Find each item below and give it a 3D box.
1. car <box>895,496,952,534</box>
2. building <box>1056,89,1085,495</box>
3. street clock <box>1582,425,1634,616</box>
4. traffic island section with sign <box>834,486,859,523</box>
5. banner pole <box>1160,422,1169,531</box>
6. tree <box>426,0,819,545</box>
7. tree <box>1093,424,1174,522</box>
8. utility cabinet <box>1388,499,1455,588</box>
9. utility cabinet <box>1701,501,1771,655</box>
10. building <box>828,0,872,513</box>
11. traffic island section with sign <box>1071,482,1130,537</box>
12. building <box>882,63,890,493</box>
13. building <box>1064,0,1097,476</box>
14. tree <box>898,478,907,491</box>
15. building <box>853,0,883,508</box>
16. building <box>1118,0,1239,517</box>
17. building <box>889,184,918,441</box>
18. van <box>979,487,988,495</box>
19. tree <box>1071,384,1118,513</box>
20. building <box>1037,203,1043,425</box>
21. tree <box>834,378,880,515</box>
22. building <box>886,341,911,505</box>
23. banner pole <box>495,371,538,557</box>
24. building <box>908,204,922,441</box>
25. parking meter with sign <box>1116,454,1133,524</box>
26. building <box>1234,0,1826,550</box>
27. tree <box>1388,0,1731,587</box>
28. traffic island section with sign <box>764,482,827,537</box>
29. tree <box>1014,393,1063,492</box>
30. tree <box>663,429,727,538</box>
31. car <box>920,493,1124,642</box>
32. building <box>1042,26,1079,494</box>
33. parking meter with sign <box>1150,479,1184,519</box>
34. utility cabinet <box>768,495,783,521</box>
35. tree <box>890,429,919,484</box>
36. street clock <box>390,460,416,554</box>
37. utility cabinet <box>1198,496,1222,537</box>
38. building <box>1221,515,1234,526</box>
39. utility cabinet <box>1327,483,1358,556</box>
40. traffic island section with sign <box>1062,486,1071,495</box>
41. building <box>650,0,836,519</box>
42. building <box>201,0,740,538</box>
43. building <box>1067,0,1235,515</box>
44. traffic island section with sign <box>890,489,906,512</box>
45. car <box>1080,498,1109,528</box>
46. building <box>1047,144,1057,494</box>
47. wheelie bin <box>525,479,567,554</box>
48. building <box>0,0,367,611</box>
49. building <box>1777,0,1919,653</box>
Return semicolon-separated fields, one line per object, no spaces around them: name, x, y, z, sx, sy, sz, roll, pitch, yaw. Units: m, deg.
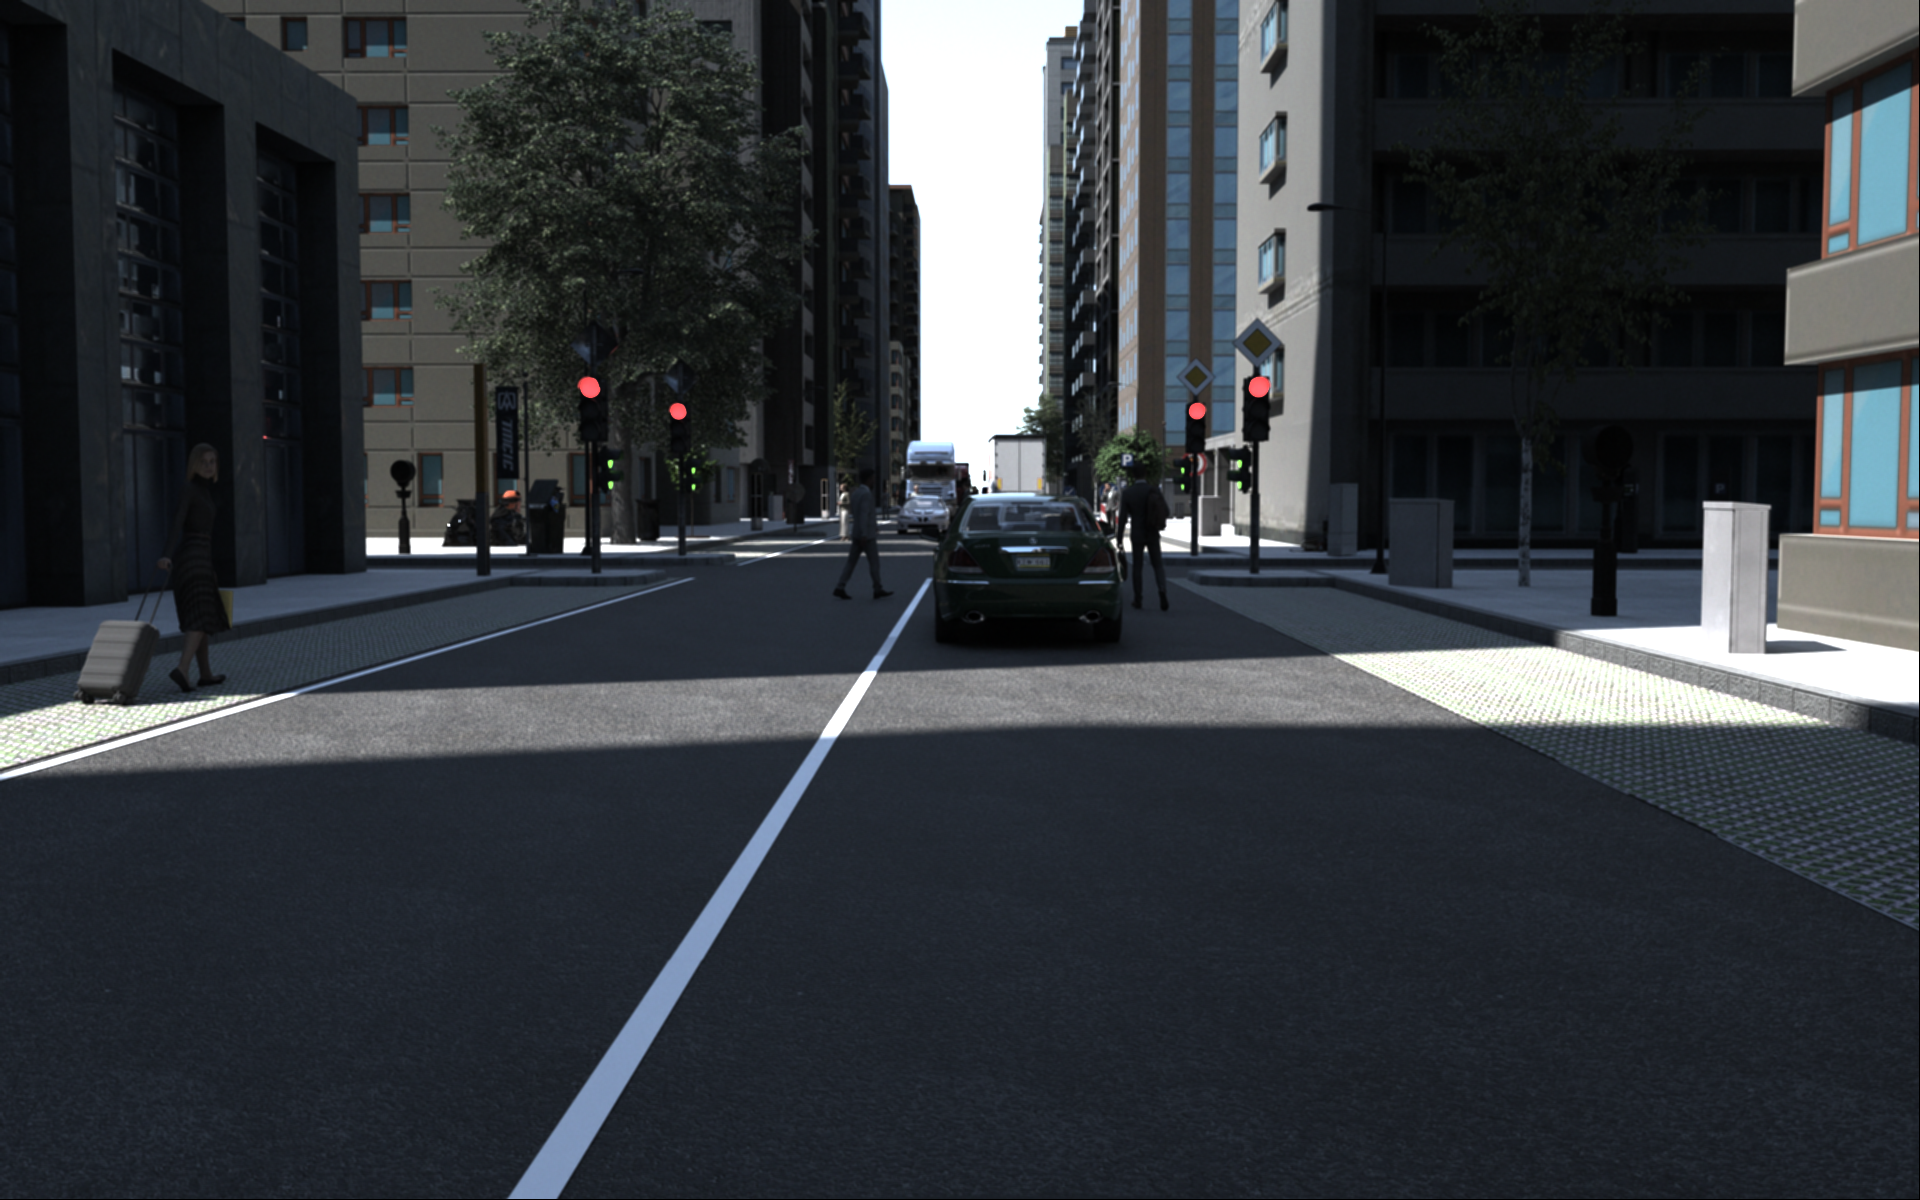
car;-1.314;-3.121;63.395;2.083;1.381;4.827;0;3;0
building;17.568;-30.246;178.110;14.154;41.232;14.086;0;4;1
street clock;6.789;-0.834;18.204;0.471;2.002;0.358;-1;4;-14
traffic island section with sign;-5.129;-4.681;85.159;1.989;1.847;2.006;0;4;1
banner pole;7.077;-4.298;60.283;0.401;3.779;0.863;0;4;4
tree;-8.473;-8.385;43.751;9.857;13.997;8.962;0;3;0
tree;7.954;-5.818;78.835;4.285;4.588;4.351;0;3;0
utility cabinet;6.390;-0.786;24.005;0.306;1.237;1.020;-2;4;-26
utility cabinet;6.411;-0.194;14.327;0.306;1.237;1.020;1;4;11
building;-17.903;-28.778;125.151;22.147;44.769;28.867;0;4;1
traffic island section with sign;4.872;-3.054;58.554;1.989;1.847;2.006;0;4;1
building;-14.411;-32.098;174.909;14.600;45.320;14.200;0;4;1
building;21.641;-32.751;155.088;23.786;49.044;30.456;0;4;1
tree;-6.060;-11.623;184.635;1.663;3.219;1.824;0;3;0
building;-18.188;-37.394;153.390;21.231;58.520;28.212;0;4;1
building;16.869;-27.649;102.177;14.600;45.320;14.200;0;4;1
building;-17.167;-35.713;238.539;22.147;44.769;28.867;0;4;1
van;2.601;-8.367;141.176;2.240;2.365;5.245;0;4;0
tree;9.411;-10.191;116.991;4.360;8.622;3.978;0;3;0
building;22.621;-36.697;254.617;22.147;44.769;28.867;0;4;1
tree;-7.420;-9.664;108.361;4.737;8.622;4.395;0;3;0
building;-20.439;-22.350;210.462;27.650;21.520;28.899;0;4;1
banner pole;-9.105;-2.781;35.487;0.863;3.779;0.401;0;4;3
building;-12.949;-37.300;259.959;14.600;45.320;14.200;0;4;1
parking meter with sign;7.105;-4.852;75.589;0.543;3.016;1.738;0;4;-7
building;19.059;-25.981;48.487;21.600;48.544;21.300;0;4;1
tree;8.069;-4.489;23.758;4.737;8.622;4.395;0;3;0
traffic island section with sign;-5.513;-3.032;58.206;1.989;1.847;2.006;0;4;1
tree;9.441;-16.852;193.662;7.486;12.596;7.792;0;3;0
tree;-7.918;-3.420;50.513;1.663;3.219;1.824;0;3;0
car;0.637;-0.391;18.197;2.131;1.459;4.920;0;4;-1
building;21.231;-41.811;225.613;21.231;58.520;28.212;0;4;1
parking meter with sign;10.511;-5.611;88.002;1.738;3.016;0.543;-1;4;-9
utility cabinet;-8.863;-4.405;83.182;0.306;1.237;1.020;1;4;22
tree;-6.103;-14.571;188.605;4.360;8.622;3.978;0;3;0
street clock;-11.893;-1.985;37.032;0.471;2.002;0.358;1;4;8
utility cabinet;7.539;-2.532;52.564;0.306;1.237;1.020;3;5;44
building;21.009;-38.408;66.222;20.563;71.187;20.611;0;4;1
utility cabinet;7.928;-1.666;35.913;0.318;1.500;1.173;2;4;28
traffic island section with sign;5.244;-4.702;85.507;1.989;1.847;2.006;0;4;1
building;-14.459;-19.759;94.762;14.160;30.474;14.107;0;4;1
building;-24.103;-13.424;64.524;27.650;21.520;28.899;0;4;1
building;18.846;-42.245;128.963;20.563;71.187;20.611;0;4;1
traffic island section with sign;-4.434;-7.767;135.622;1.989;1.847;2.006;0;4;1
car;1.163;-0.779;24.741;2.014;1.417;4.499;0;4;0
building;17.284;-31.895;205.084;14.154;41.232;14.086;0;4;1
wheelie bin;-8.910;-1.796;37.273;0.980;1.594;0.693;2;4;29
building;-25.471;-42.962;15.095;31.000;86.520;22.319;0;4;1
building;21.424;-9.556;1.279;27.650;21.520;28.899;0;4;1
